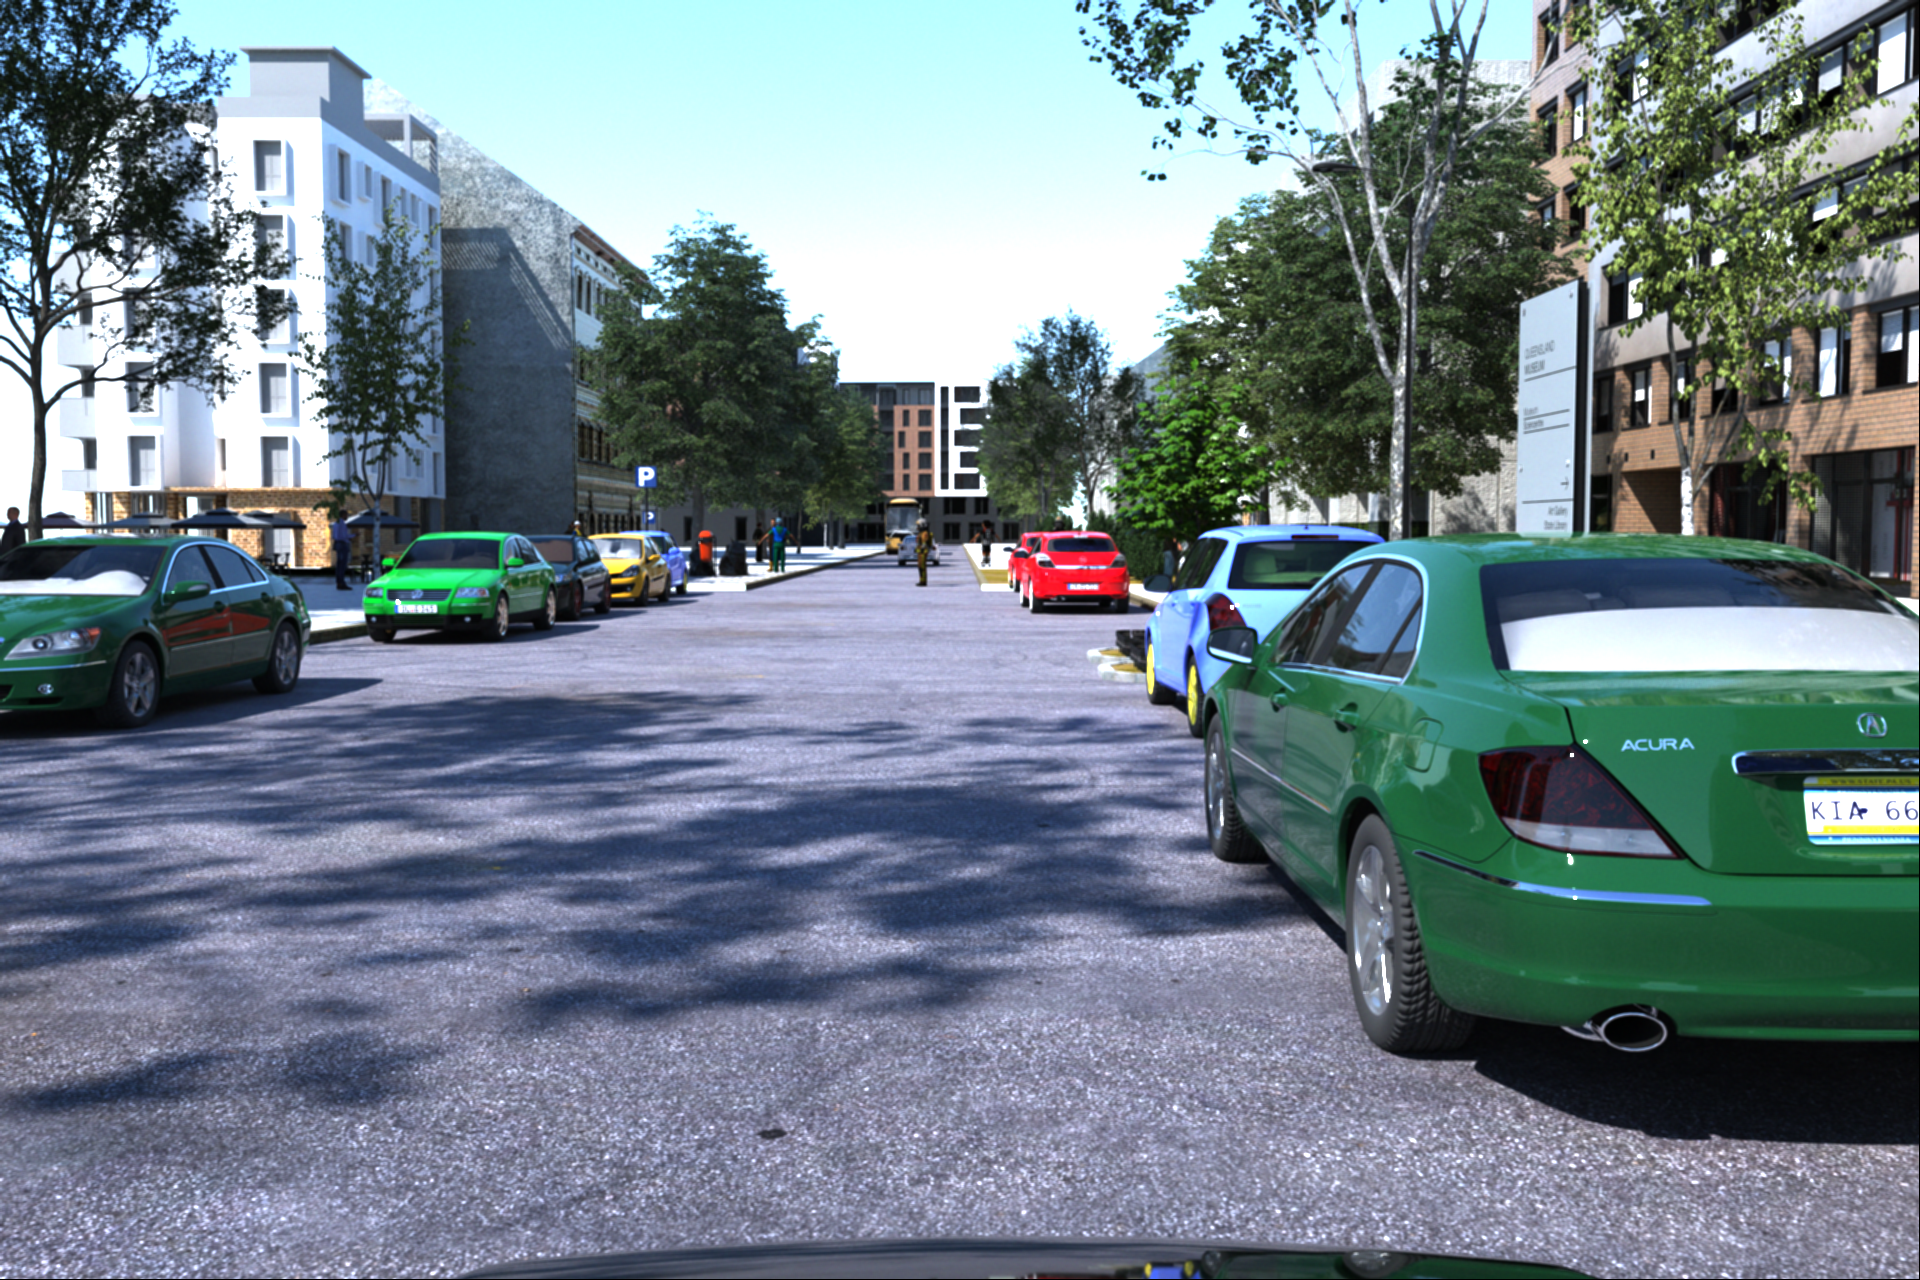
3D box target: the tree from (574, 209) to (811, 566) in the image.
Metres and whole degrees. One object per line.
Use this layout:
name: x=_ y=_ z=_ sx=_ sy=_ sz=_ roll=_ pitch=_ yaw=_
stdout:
tree: x=-10.644 y=-9.989 z=69.982 sx=9.857 sy=13.997 sz=8.962 roll=0 pitch=3 yaw=0

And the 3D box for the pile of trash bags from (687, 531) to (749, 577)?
pile of trash bags: x=-7.467 y=-2.628 z=52.724 sx=1.912 sy=1.369 sz=3.447 roll=0 pitch=4 yaw=1

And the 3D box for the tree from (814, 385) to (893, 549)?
tree: x=-10.271 y=-14.881 z=149.960 sx=9.857 sy=13.997 sz=8.962 roll=0 pitch=3 yaw=0

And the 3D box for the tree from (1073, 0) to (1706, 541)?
tree: x=8.435 y=-10.836 z=33.059 sx=12.611 sy=20.169 sz=13.585 roll=0 pitch=3 yaw=0

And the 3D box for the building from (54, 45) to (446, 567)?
building: x=-29.278 y=-12.973 z=68.522 sx=16.016 sy=20.090 sz=11.380 roll=0 pitch=4 yaw=0

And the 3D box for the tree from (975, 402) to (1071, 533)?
tree: x=4.892 y=-12.401 z=128.517 sx=9.928 sy=11.665 sz=9.643 roll=0 pitch=3 yaw=0

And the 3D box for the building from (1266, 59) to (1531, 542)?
building: x=24.155 y=-12.652 z=73.325 sx=16.747 sy=18.905 sz=31.486 roll=0 pitch=3 yaw=0

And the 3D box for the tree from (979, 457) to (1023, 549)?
tree: x=5.441 y=-13.688 z=149.561 sx=9.928 sy=11.665 sz=9.643 roll=0 pitch=3 yaw=0

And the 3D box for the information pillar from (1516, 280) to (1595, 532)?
information pillar: x=5.771 y=-1.564 z=16.889 sx=0.184 sy=3.620 sz=1.656 roll=0 pitch=3 yaw=0

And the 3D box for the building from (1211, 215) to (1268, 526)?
building: x=20.252 y=-15.141 z=103.970 sx=16.016 sy=20.090 sz=11.380 roll=0 pitch=4 yaw=0

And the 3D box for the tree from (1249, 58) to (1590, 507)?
tree: x=12.326 y=-8.659 z=48.237 sx=9.857 sy=13.997 sz=8.962 roll=0 pitch=3 yaw=0

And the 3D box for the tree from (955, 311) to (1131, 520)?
tree: x=4.760 y=-11.379 z=96.414 sx=12.009 sy=13.543 sz=11.850 roll=0 pitch=3 yaw=0

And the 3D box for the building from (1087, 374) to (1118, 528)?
building: x=24.300 y=-20.404 z=200.056 sx=16.747 sy=18.905 sz=31.486 roll=0 pitch=3 yaw=0

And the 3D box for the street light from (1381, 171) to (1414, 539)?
street light: x=6.170 y=-3.010 z=21.753 sx=1.470 sy=5.913 sz=1.316 roll=0 pitch=3 yaw=0

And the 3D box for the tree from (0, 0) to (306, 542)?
tree: x=-13.198 y=-5.544 z=25.050 sx=7.601 sy=10.594 sz=8.767 roll=-2 pitch=4 yaw=-28

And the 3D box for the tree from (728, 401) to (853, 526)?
tree: x=-10.114 y=-10.060 z=98.899 sx=8.767 sy=10.594 sz=7.601 roll=0 pitch=4 yaw=6

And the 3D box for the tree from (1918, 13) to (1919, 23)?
tree: x=8.517 y=-4.561 z=8.989 sx=7.601 sy=10.594 sz=8.767 roll=-2 pitch=4 yaw=-32

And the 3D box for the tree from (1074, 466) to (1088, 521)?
tree: x=20.494 y=-20.142 z=235.981 sx=9.857 sy=13.997 sz=8.962 roll=0 pitch=3 yaw=0

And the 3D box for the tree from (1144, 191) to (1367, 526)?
tree: x=9.882 y=-8.574 z=58.312 sx=7.486 sy=12.596 sz=7.792 roll=0 pitch=3 yaw=0

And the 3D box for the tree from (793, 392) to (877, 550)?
tree: x=-10.601 y=-13.372 z=136.755 sx=7.486 sy=12.596 sz=7.792 roll=0 pitch=3 yaw=0

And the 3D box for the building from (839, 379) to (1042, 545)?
building: x=-4.529 y=-24.135 z=241.036 sx=32.646 sy=21.610 sz=27.936 roll=0 pitch=4 yaw=4

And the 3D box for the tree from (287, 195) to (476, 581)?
tree: x=-12.945 y=-5.388 z=38.458 sx=4.737 sy=8.622 sz=4.395 roll=0 pitch=3 yaw=0

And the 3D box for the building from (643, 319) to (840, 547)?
building: x=-27.660 y=-20.629 z=181.251 sx=27.936 sy=21.610 sz=32.646 roll=0 pitch=4 yaw=0

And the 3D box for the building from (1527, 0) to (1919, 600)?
building: x=28.332 y=-13.826 z=32.631 sx=21.656 sy=26.213 sz=47.522 roll=0 pitch=4 yaw=0

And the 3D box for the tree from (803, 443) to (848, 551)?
tree: x=-10.088 y=-10.917 z=128.861 sx=4.737 sy=8.622 sz=4.395 roll=0 pitch=3 yaw=0

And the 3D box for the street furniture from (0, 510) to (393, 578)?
street furniture: x=-24.294 y=-3.069 z=55.205 sx=27.439 sy=1.986 sz=14.083 roll=0 pitch=4 yaw=2

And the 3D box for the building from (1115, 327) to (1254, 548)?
building: x=25.182 y=-20.613 z=167.956 sx=19.493 sy=23.208 sz=18.063 roll=0 pitch=3 yaw=0

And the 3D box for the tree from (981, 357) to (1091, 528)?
tree: x=4.963 y=-11.787 z=110.840 sx=7.486 sy=12.596 sz=7.792 roll=0 pitch=3 yaw=0

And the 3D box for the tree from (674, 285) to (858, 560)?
tree: x=-9.906 y=-10.980 z=86.170 sx=9.857 sy=13.997 sz=8.962 roll=0 pitch=3 yaw=0

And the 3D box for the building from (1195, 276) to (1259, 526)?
building: x=22.501 y=-16.579 z=127.491 sx=16.016 sy=20.090 sz=11.380 roll=0 pitch=4 yaw=0

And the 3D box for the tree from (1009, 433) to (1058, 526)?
tree: x=5.173 y=-10.296 z=118.705 sx=4.737 sy=8.622 sz=4.395 roll=0 pitch=3 yaw=0

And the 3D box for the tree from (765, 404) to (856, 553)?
tree: x=-10.395 y=-11.042 z=114.943 sx=7.601 sy=10.594 sz=8.767 roll=-1 pitch=4 yaw=-11

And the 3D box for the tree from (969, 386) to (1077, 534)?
tree: x=5.346 y=-14.173 z=138.378 sx=9.857 sy=13.997 sz=8.962 roll=0 pitch=3 yaw=0

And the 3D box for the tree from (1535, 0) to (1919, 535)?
tree: x=8.562 y=-4.243 z=19.736 sx=4.737 sy=8.622 sz=4.395 roll=0 pitch=3 yaw=0

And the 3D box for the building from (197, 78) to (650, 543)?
building: x=-27.982 y=-16.036 z=93.110 sx=19.493 sy=23.208 sz=18.063 roll=0 pitch=4 yaw=0

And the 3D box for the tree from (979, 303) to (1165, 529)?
tree: x=5.263 y=-8.280 z=69.787 sx=8.767 sy=10.594 sz=7.601 roll=-3 pitch=5 yaw=-42

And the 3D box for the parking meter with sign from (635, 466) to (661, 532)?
parking meter with sign: x=-8.055 y=-3.001 z=45.327 sx=0.543 sy=3.016 sz=1.738 roll=0 pitch=4 yaw=-1
